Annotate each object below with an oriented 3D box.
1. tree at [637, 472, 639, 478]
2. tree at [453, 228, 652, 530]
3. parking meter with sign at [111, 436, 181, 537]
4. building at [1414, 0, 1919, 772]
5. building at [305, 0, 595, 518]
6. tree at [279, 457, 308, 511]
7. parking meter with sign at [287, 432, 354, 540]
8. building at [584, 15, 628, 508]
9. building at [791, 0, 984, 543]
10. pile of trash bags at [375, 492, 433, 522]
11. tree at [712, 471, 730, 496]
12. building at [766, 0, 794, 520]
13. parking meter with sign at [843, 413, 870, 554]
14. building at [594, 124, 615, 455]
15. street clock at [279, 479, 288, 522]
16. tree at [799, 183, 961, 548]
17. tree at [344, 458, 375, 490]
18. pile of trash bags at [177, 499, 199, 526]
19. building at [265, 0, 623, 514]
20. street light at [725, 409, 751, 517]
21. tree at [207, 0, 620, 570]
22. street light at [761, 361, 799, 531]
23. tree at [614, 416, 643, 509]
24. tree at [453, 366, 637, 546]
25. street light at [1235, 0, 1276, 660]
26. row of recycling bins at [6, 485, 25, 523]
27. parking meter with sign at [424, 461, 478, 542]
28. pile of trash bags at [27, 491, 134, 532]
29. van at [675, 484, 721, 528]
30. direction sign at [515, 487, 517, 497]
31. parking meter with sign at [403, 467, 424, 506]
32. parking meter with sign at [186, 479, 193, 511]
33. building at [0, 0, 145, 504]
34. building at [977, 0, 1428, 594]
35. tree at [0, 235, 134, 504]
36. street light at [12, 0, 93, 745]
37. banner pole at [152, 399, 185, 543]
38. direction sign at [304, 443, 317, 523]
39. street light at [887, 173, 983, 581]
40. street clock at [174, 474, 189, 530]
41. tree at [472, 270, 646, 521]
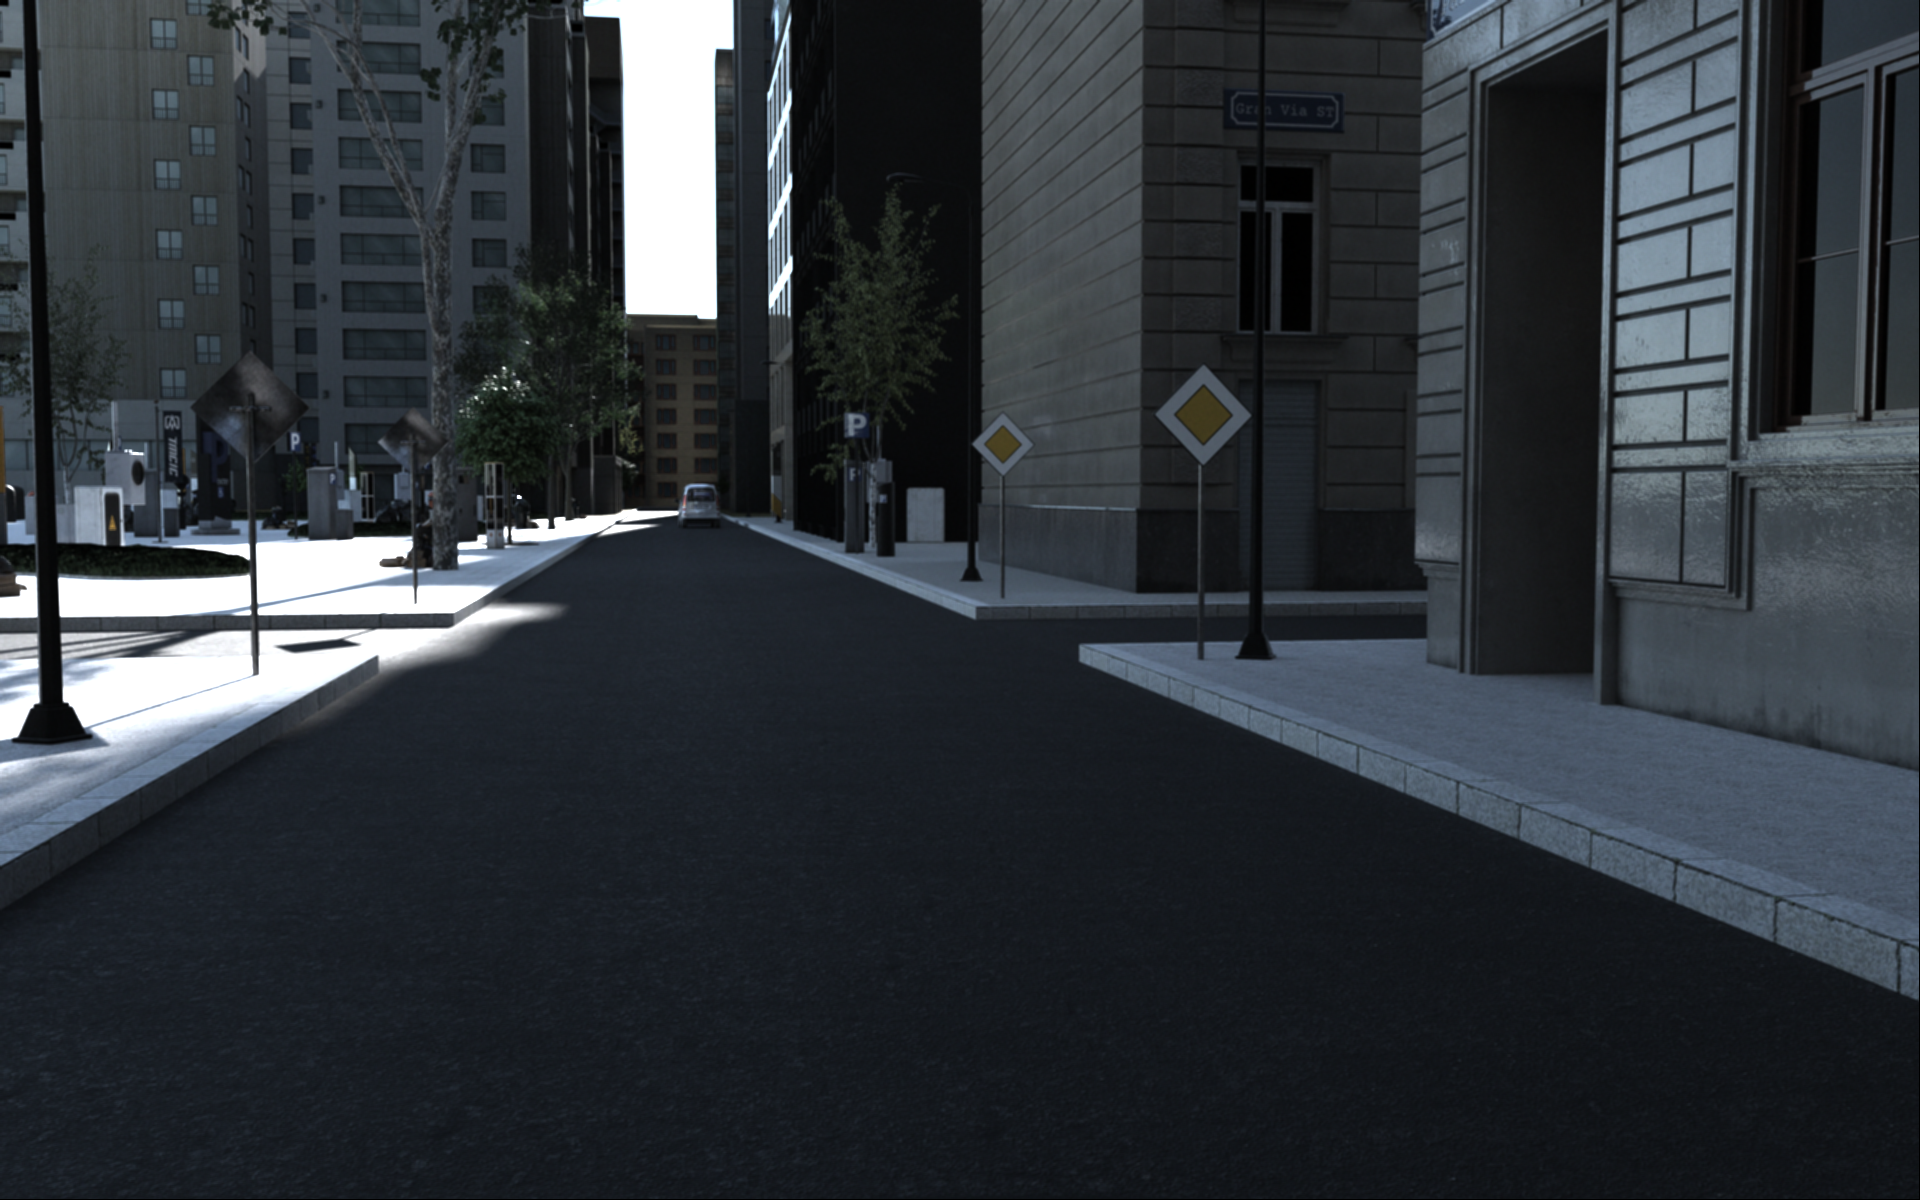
[{"bbox_3d":[-28.617,-9.893,145.471,4.285,4.588,4.351,0,3,0],"label":"tree"},{"bbox_3d":[-14.853,-7.793,61.836,8.767,10.594,7.601,1,4,16],"label":"tree"},{"bbox_3d":[-24.257,-3.388,51.658,1.738,3.016,0.543,0,4,-6],"label":"parking meter with sign"},{"bbox_3d":[10.063,-10.249,3.731,11.583,22.565,21.152,-1,4,-10],"label":"building"},{"bbox_3d":[-28.686,-20.066,99.788,14.160,30.474,14.107,-1,4,-10],"label":"building"},{"bbox_3d":[-34.298,-5.797,89.375,1.663,3.219,1.824,0,3,0],"label":"tree"},{"bbox_3d":[-17.860,-3.193,48.470,1.738,3.016,0.543,1,4,11],"label":"parking meter with sign"},{"bbox_3d":[-38.248,-31.196,160.159,14.200,45.320,14.600,-1,4,-10],"label":"building"},{"bbox_3d":[1.489,-13.717,53.954,12.332,23.373,15.834,-1,4,-10],"label":"building"},{"bbox_3d":[-21.749,-3.630,69.102,1.912,1.369,3.447,1,4,15],"label":"pile of trash bags"},{"bbox_3d":[-20.153,-9.277,146.288,1.663,3.219,1.824,0,3,0],"label":"tree"},{"bbox_3d":[1.849,-16.841,79.867,19.350,26.468,34.151,-1,4,-10],"label":"building"},{"bbox_3d":[-2.298,-2.548,37.925,0.543,3.016,1.738,0,4,-6],"label":"parking meter with sign"},{"bbox_3d":[-34.218,-22.177,134.300,14.160,30.474,14.107,-1,4,-10],"label":"building"},{"bbox_3d":[-31.536,-4.660,80.761,0.358,2.002,0.471,-1,4,-21],"label":"street clock"},{"bbox_3d":[-2.075,-5.575,41.507,4.737,8.622,4.395,0,3,0],"label":"tree"},{"bbox_3d":[-31.807,-5.935,91.644,1.663,3.219,1.824,0,3,0],"label":"tree"},{"bbox_3d":[-30.949,-3.695,70.161,3.447,1.369,1.912,2,4,30],"label":"pile of trash bags"},{"bbox_3d":[-33.479,-41.428,115.607,20.563,71.187,20.611,-1,4,-10],"label":"building"},{"bbox_3d":[-12.208,-7.506,95.258,1.470,5.913,1.316,-1,4,-10],"label":"street light"},{"bbox_3d":[-10.079,-10.608,29.327,12.611,20.169,13.585,0,3,0],"label":"tree"},{"bbox_3d":[-6.249,-5.387,60.610,1.470,5.913,1.316,-1,4,-10],"label":"street light"},{"bbox_3d":[-29.688,-12.367,152.561,4.360,8.622,3.978,0,3,0],"label":"tree"},{"bbox_3d":[-11.306,-3.666,43.653,4.285,4.588,4.351,0,3,0],"label":"tree"},{"bbox_3d":[1.780,-2.493,13.294,1.470,5.913,1.316,-1,4,-10],"label":"street light"},{"bbox_3d":[-47.472,-4.875,86.822,1.069,1.692,3.534,-2,4,-26],"label":"row of recycling bins"},{"bbox_3d":[-13.488,-3.096,46.878,0.543,3.016,1.738,3,5,45],"label":"parking meter with sign"},{"bbox_3d":[-29.590,-2.977,58.429,3.447,1.369,1.912,-1,4,-17],"label":"pile of trash bags"},{"bbox_3d":[-11.282,-4.146,74.806,2.013,2.044,4.112,-1,4,-12],"label":"van"},{"bbox_3d":[-18.323,-4.862,71.491,0.379,3.537,0.876,1,4,13],"label":"direction sign"},{"bbox_3d":[-26.532,-5.347,83.677,1.738,3.016,0.543,1,4,13],"label":"parking meter with sign"},{"bbox_3d":[-39.074,-5.558,87.136,0.543,3.016,1.738,-3,5,-41],"label":"parking meter with sign"},{"bbox_3d":[-71.867,-34.119,147.080,27.495,52.752,28.713,-1,4,-10],"label":"building"},{"bbox_3d":[13.273,-14.178,29.079,25.104,27.353,12.463,-1,4,-10],"label":"building"},{"bbox_3d":[-24.573,-5.936,47.409,4.360,8.622,3.978,0,3,0],"label":"tree"},{"bbox_3d":[-4.197,-2.226,8.934,1.470,5.913,1.316,-1,4,-10],"label":"street light"},{"bbox_3d":[-20.928,-3.407,45.728,0.863,3.779,0.401,-3,5,-41],"label":"banner pole"},{"bbox_3d":[-28.844,-5.195,76.938,0.379,3.537,0.876,1,4,14],"label":"direction sign"},{"bbox_3d":[-0.365,-3.230,25.348,1.470,5.913,1.316,-1,4,-10],"label":"street light"},{"bbox_3d":[-28.135,-3.550,62.609,0.471,2.002,0.358,0,4,-4],"label":"street clock"},{"bbox_3d":[-18.574,-9.512,81.271,9.928,11.665,9.643,0,3,0],"label":"tree"}]
